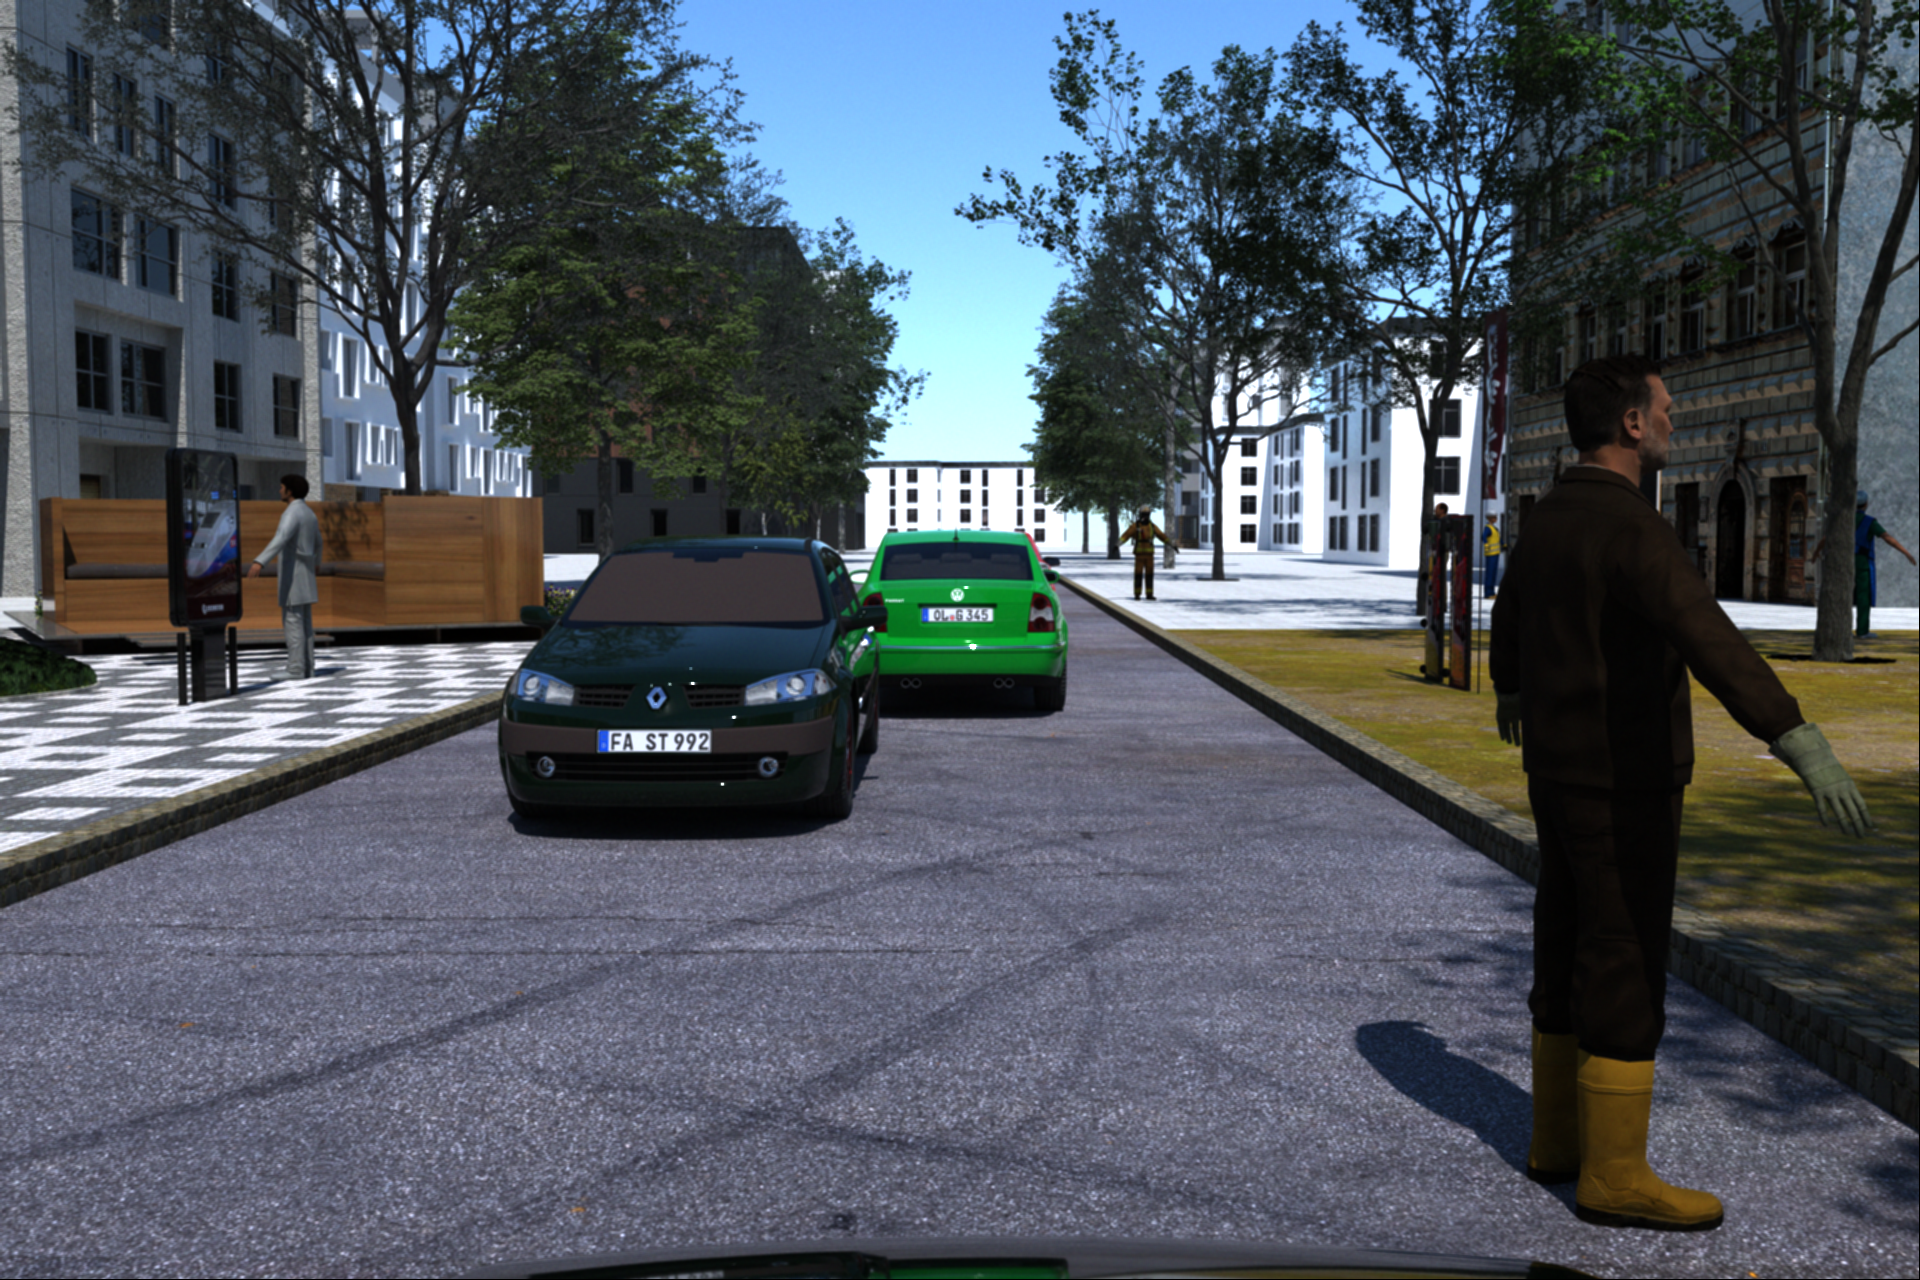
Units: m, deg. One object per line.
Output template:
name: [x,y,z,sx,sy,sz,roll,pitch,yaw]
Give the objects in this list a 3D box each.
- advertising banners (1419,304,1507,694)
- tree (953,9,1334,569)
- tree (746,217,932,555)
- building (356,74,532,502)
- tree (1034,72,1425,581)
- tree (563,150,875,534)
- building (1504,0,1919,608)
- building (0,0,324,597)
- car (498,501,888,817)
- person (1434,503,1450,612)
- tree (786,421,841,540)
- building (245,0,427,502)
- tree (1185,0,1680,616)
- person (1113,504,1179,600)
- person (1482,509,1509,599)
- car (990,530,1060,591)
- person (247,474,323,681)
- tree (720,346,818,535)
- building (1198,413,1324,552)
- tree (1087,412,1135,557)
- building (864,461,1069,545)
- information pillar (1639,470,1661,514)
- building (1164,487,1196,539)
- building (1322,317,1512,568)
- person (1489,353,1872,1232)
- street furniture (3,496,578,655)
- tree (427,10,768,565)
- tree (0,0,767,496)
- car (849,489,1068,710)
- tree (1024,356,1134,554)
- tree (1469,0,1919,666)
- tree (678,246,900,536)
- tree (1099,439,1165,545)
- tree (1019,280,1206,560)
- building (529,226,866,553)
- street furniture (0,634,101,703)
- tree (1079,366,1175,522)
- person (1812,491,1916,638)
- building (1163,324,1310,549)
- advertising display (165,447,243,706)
advertising banners: [4.147,-1.108,14.310,0.090,3.025,2.074,0,4,0]
tree: [6.477,-12.738,64.149,12.611,20.169,13.585,0,3,0]
tree: [-8.097,-15.314,106.270,12.611,20.169,13.585,0,3,0]
building: [-26.299,-13.236,72.828,16.016,20.090,11.380,0,3,0]
tree: [7.035,-8.367,47.178,12.009,13.543,11.850,0,3,0]
tree: [-7.628,-8.884,55.626,12.009,13.543,11.850,0,3,0]
building: [24.296,-12.682,38.287,19.493,23.208,18.063,0,4,1]
building: [-27.110,-10.297,34.809,16.747,18.905,31.486,0,4,0]
car: [-1.394,-0.013,9.995,2.009,1.686,4.222,0,4,0]
person: [7.897,-1.361,28.523,0.705,1.796,1.348,1,4,15]
tree: [-7.326,-8.421,88.041,4.737,8.622,4.395,0,3,0]
building: [-25.604,-12.046,53.377,16.016,20.090,11.380,0,4,0]
tree: [7.068,-5.642,26.661,8.767,10.594,7.601,3,5,40]
person: [3.574,-1.698,33.523,1.354,1.858,0.705,-1,4,-14]
person: [10.529,-1.687,34.045,0.721,1.772,1.216,3,4,36]
car: [0.354,-0.929,24.222,2.155,1.783,4.494,0,3,0]
person: [-5.896,-0.558,15.311,0.705,1.806,1.347,0,4,2]
tree: [-7.498,-7.106,66.553,4.737,8.622,4.395,0,3,0]
building: [24.768,-11.761,134.444,9.099,9.664,28.070,0,4,1]
tree: [8.398,-9.028,97.973,4.360,8.622,3.978,0,3,0]
building: [-1.901,-15.535,198.600,28.070,9.664,9.099,1,4,10]
information pillar: [5.071,-0.525,13.079,0.304,2.012,0.304,0,4,-1]
building: [26.493,-19.806,180.251,16.016,20.090,11.380,0,4,0]
building: [21.163,-7.648,67.187,9.099,9.664,28.070,0,4,1]
person: [1.411,0.299,3.704,0.704,1.812,1.346,0,4,-8]
street furniture: [-7.739,-1.007,23.326,9.812,1.723,11.010,-2,4,-32]
tree: [-8.363,-7.371,38.650,7.486,12.596,7.792,0,3,0]
tree: [-7.867,-6.986,24.592,12.009,13.543,11.850,0,3,0]
car: [-0.046,-0.406,15.431,1.959,1.807,4.718,0,4,-1]
tree: [7.682,-11.726,109.850,7.486,12.596,7.792,0,3,0]
tree: [8.741,-5.579,16.974,9.928,11.665,9.643,0,3,0]
tree: [-7.435,-10.398,76.660,9.857,13.997,8.962,0,3,0]
tree: [19.421,-17.455,195.752,12.009,13.543,11.850,0,3,0]
tree: [7.631,-10.957,85.798,9.857,13.997,8.962,0,3,0]
building: [-22.011,-17.588,131.541,27.936,21.610,32.646,0,3,0]
street furniture: [-9.567,0.318,10.432,5.734,0.657,10.072,0,4,2]
tree: [7.892,-7.614,74.844,4.360,8.622,3.978,0,3,0]
person: [11.116,-0.935,21.422,0.704,1.817,1.347,-2,4,-30]
building: [24.529,-18.812,163.989,16.016,20.090,11.380,0,4,1]
advertising display: [-5.802,-0.496,13.331,0.123,1.923,0.974,0,4,2]
